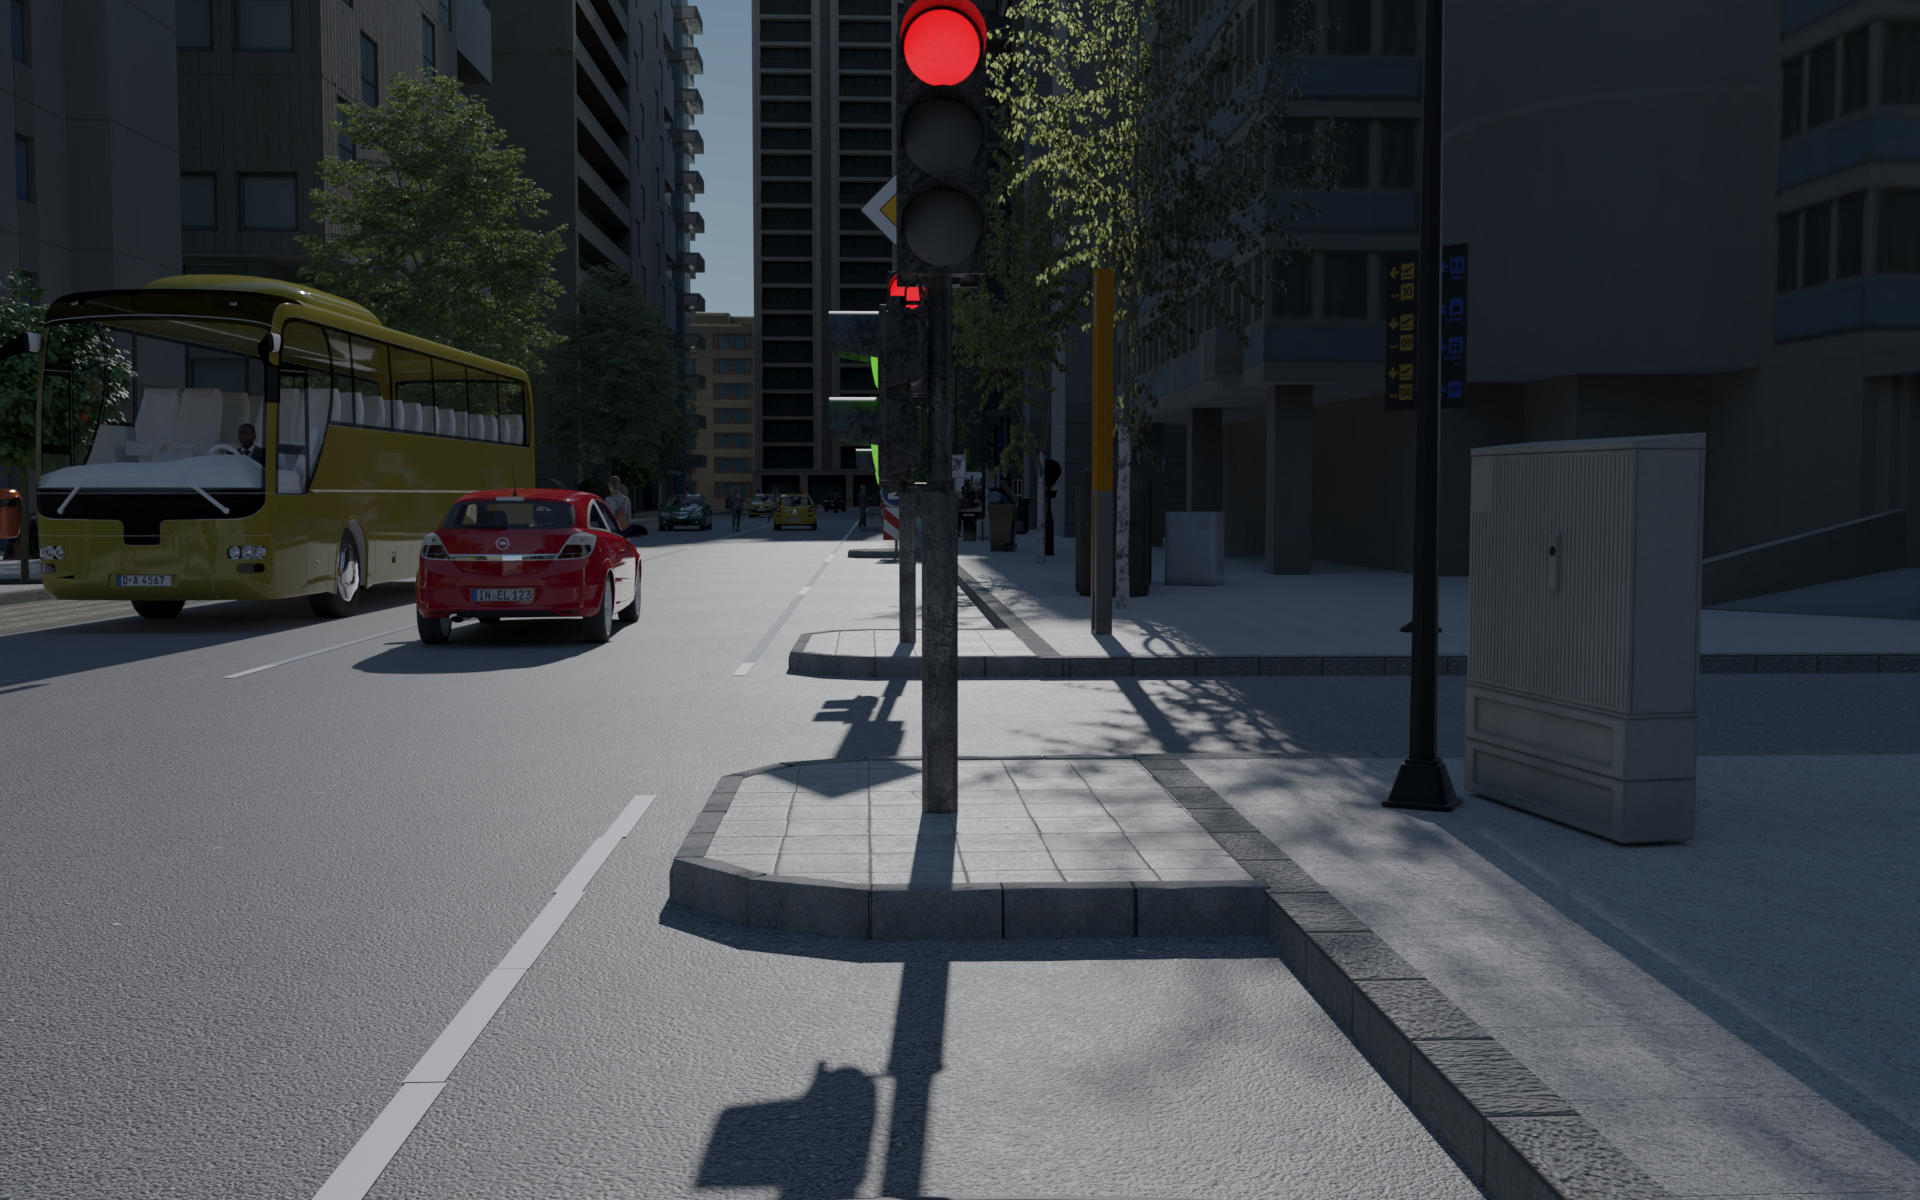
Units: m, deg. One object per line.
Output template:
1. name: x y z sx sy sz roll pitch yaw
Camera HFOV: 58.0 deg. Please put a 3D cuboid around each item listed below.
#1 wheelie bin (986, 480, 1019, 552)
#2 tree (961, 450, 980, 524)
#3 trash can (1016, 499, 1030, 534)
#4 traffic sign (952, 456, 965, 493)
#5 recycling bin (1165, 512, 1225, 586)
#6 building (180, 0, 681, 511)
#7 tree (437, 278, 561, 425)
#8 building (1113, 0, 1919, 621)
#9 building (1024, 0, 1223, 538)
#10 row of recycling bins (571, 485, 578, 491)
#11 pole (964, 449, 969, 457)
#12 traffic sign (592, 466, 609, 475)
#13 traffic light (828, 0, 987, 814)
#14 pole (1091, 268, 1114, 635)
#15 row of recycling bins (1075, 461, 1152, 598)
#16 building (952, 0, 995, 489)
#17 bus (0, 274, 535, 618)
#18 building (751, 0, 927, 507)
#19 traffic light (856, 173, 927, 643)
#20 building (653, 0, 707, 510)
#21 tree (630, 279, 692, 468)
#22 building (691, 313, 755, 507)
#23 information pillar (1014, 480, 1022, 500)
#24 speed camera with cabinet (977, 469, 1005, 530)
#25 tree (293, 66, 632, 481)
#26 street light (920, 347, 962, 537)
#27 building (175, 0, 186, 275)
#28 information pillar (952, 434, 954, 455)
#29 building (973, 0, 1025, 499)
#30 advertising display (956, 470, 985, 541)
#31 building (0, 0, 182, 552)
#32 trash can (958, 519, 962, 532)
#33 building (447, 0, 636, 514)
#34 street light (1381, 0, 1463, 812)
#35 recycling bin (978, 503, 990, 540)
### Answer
1. wheelie bin: 0.947 -1.889 38.788 0.693 1.594 0.980 0 4 8
2. tree: 0.474 -4.921 75.054 1.663 3.219 1.824 0 3 0
3. trash can: 1.904 -2.671 55.332 0.748 1.137 0.748 0 3 0
4. traffic sign: -0.144 -2.634 45.202 0.606 2.300 0.079 0 4 3
5. recycling bin: 3.323 -0.731 24.504 0.722 1.027 0.722 1 4 19
6. building: -35.061 -32.665 123.306 28.713 52.752 27.495 0 4 -3
7. tree: -15.296 -6.493 56.519 4.737 8.622 4.395 0 3 0
8. building: 15.890 -20.833 32.505 23.993 40.220 32.217 0 4 -3
9. building: 12.900 -31.899 63.544 21.231 58.520 28.212 0 4 -3
10. row of recycling bins: -17.358 -4.514 80.918 3.534 1.692 1.069 -1 4 -23
11. pole: 0.294 -5.155 78.131 0.158 3.312 0.155 0 3 0
12. traffic sign: -16.209 -4.766 78.022 0.768 2.556 0.104 0 4 7
13. traffic light: -0.100 -1.100 6.901 0.839 4.253 0.868 0 4 -3
14. pole: 1.297 -1.342 15.783 0.158 3.312 0.155 0 3 0
15. row of recycling bins: 2.062 -0.980 23.130 1.069 1.692 3.534 0 4 7
16. building: 8.941 -32.332 152.337 21.300 48.544 21.600 0 4 -3
17. bus: -8.347 -1.939 23.256 2.896 3.916 12.252 0 4 -1
18. building: -11.226 -45.674 185.018 20.611 71.187 20.563 0 4 -3
19. traffic light: -0.472 -1.588 14.878 0.839 4.253 0.868 0 4 -3
20. building: -37.717 -32.363 148.741 30.456 49.044 23.786 0 4 -3
21. tree: -17.003 -10.234 85.450 7.486 12.596 7.792 0 3 0
22. building: -36.122 -21.037 188.995 28.899 21.520 27.650 0 4 -3
23. information pillar: 2.957 -5.149 88.678 0.304 2.012 0.304 -3 5 -41
24. speed camera with cabinet: 1.071 -4.166 62.447 0.660 3.252 2.038 1 4 18
25. tree: -14.037 -7.855 46.564 7.486 12.596 7.792 0 3 0
26. street light: -0.669 -4.835 51.593 1.470 5.913 1.316 0 4 -3
27. building: -33.486 -29.066 64.465 28.713 52.752 27.495 0 4 -3
28. information pillar: -0.258 -4.615 66.812 0.183 3.616 0.504 1 4 8
29. building: 12.140 -27.541 104.917 22.147 44.769 28.867 0 4 -3
30. advertising display: 0.258 -2.573 47.285 0.974 1.923 0.123 2 4 34
31. building: -29.782 -29.764 28.636 21.231 58.520 28.212 0 4 -3
32. trash can: -0.255 -2.719 56.115 0.748 1.137 0.748 0 3 0
33. building: -31.034 -29.076 99.094 21.300 48.544 21.600 0 4 -3
34. street light: 1.369 -2.105 6.957 1.470 5.913 1.316 0 4 -3
35. recycling bin: 0.994 -2.233 49.070 0.722 1.027 0.722 -3 4 -37
